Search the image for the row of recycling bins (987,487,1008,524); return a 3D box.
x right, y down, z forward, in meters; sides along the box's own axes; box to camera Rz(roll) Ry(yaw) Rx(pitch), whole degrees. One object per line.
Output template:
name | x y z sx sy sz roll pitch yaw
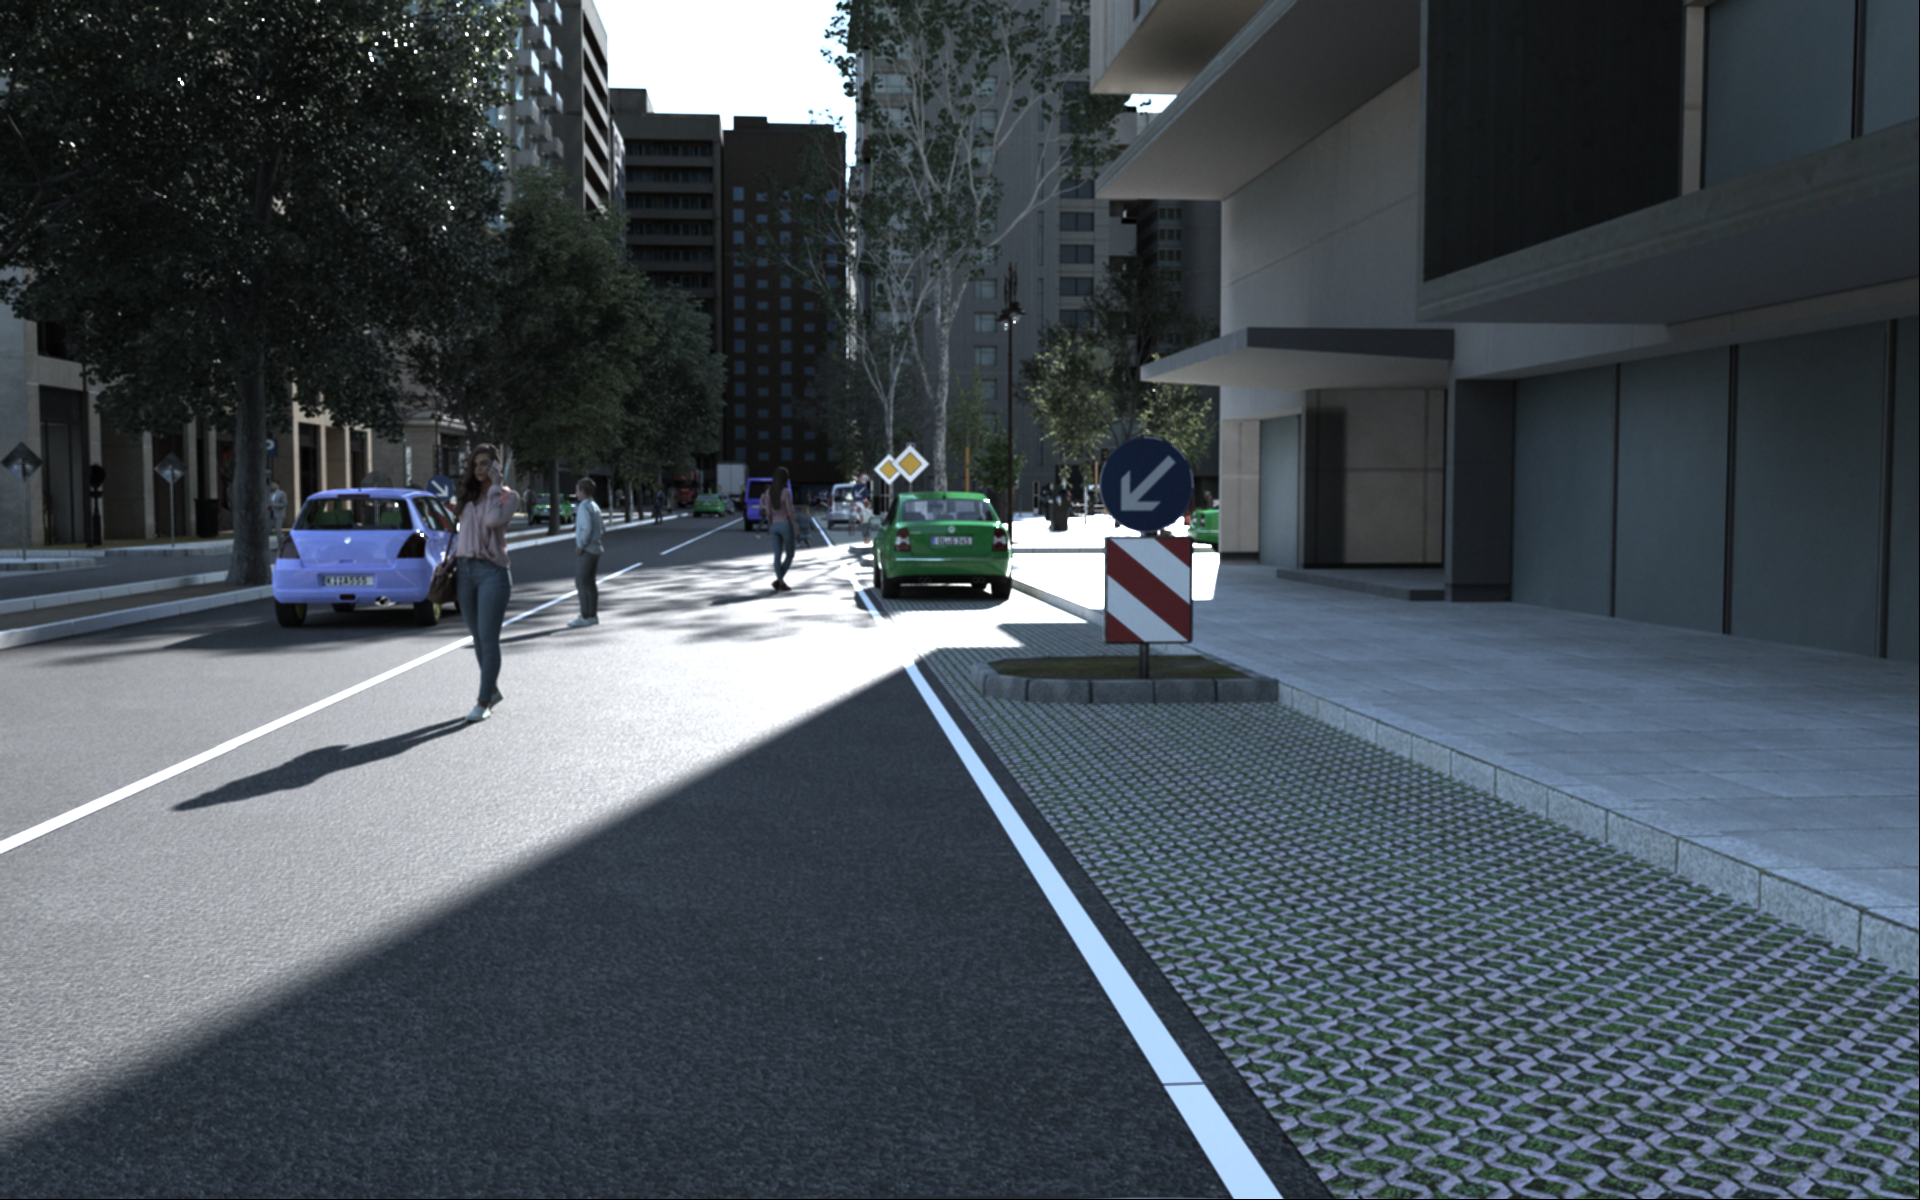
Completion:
row of recycling bins | 1.676 -4.262 76.801 1.069 1.692 3.534 0 4 0

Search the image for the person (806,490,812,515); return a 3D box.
person | -10.472 -6.842 121.083 0.721 1.743 1.217 0 4 2

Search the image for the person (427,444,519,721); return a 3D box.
person | -3.058 -0.125 11.138 0.593 1.750 0.643 1 4 22

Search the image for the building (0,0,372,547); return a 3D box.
building | -33.617 -15.449 57.101 19.350 26.468 34.151 0 4 -5

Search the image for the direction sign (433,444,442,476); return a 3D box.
direction sign | -23.955 -5.350 79.466 0.379 3.537 0.876 0 4 5

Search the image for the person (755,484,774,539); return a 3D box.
person | -6.289 -2.861 55.861 0.643 1.750 0.593 3 5 40

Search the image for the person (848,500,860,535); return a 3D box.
person | -3.642 -2.837 59.906 0.505 1.210 0.382 1 4 17

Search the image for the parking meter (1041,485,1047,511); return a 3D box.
parking meter | 5.331 -6.366 109.794 0.399 1.863 0.255 0 4 -4

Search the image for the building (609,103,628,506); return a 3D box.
building | -42.532 -30.518 182.561 14.086 41.232 14.154 0 4 -5

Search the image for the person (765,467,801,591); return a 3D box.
person | -2.610 -1.046 25.610 0.555 1.821 0.388 1 4 21

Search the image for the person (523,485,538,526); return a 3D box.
person | -19.351 -4.248 78.056 0.679 1.850 0.850 0 4 -3

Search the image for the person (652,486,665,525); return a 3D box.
person | -14.103 -4.434 81.174 0.721 1.800 0.419 3 5 43

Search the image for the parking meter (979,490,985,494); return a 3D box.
parking meter | 1.458 -6.543 115.384 0.372 1.533 0.369 0 3 0

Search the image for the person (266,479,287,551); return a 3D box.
person | -17.198 -2.126 43.454 0.606 1.804 0.583 2 4 24

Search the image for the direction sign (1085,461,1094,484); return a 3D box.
direction sign | 8.787 -7.682 117.597 0.379 3.537 0.876 -3 4 -38

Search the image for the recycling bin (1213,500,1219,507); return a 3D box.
recycling bin | 11.445 -4.018 78.242 0.722 1.027 0.722 -1 4 -11

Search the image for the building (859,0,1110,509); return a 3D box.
building | 1.446 -43.799 154.362 20.563 71.187 20.611 0 4 -5

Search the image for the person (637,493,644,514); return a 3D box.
person | -23.418 -7.257 126.776 0.705 1.869 1.348 -2 4 -24

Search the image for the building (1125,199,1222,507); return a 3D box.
building | 29.798 -29.840 179.766 23.993 40.220 32.217 0 4 -5

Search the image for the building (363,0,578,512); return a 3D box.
building | -41.924 -31.168 129.198 23.786 49.044 30.456 0 4 -5

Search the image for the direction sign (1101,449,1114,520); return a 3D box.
direction sign | 7.499 -5.797 86.781 0.876 3.537 0.379 1 4 12

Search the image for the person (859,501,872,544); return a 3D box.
person | -2.499 -1.993 45.776 0.332 1.250 0.352 1 4 14

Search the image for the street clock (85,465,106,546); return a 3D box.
street clock | -21.528 -2.361 43.166 0.471 2.002 0.358 -2 4 -24

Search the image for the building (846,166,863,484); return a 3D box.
building | -6.512 -32.162 209.446 14.086 41.232 14.154 0 4 -5

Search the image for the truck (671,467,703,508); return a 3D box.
truck | -28.915 -11.939 184.119 2.839 4.237 11.283 0 4 -4

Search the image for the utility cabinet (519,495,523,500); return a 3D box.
utility cabinet | -28.702 -6.439 113.950 0.318 1.500 1.173 0 4 -2

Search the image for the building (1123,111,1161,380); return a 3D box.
building | 29.353 -36.559 217.343 30.456 49.044 23.786 0 4 -5

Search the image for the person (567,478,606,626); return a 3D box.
person | -4.094 -0.533 19.023 0.330 1.601 0.589 1 4 16

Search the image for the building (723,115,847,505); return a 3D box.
building | -20.938 -34.163 208.676 14.200 45.320 14.600 0 4 -5

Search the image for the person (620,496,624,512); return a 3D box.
person | -26.362 -7.596 135.887 0.628 1.438 0.799 0 4 1

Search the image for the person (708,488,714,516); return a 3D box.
person | -16.082 -6.317 111.556 0.659 1.850 0.755 1 4 10

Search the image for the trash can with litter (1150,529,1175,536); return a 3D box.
trash can with litter | 5.647 -2.317 49.264 1.055 1.170 0.624 3 5 39

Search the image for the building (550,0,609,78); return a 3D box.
building | -43.210 -32.507 155.196 21.300 48.544 21.600 0 4 -5

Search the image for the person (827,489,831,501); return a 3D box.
person | -10.556 -8.044 140.028 0.705 1.823 1.348 -1 4 -21

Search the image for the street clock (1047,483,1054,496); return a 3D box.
street clock | 5.983 -6.746 114.863 0.358 2.002 0.471 3 4 36

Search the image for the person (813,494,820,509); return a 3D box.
person | -12.463 -8.496 150.640 0.697 1.427 0.421 2 4 35

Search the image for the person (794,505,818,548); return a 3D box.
person | -4.298 -1.989 46.511 1.012 1.151 0.738 -1 4 -10

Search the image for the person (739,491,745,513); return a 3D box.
person | -16.706 -7.533 133.135 0.593 1.643 0.415 -1 4 -13

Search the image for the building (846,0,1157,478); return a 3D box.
building | 3.041 -36.111 179.657 28.713 52.752 27.495 0 4 -5

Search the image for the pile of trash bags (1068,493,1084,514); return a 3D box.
pile of trash bags | 7.544 -6.452 115.235 1.912 1.369 3.447 -1 4 -13

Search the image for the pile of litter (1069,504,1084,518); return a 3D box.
pile of litter | 6.135 -4.878 93.724 1.176 0.858 1.719 0 4 -1

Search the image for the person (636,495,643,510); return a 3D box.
person | -28.613 -8.924 154.280 0.709 1.838 0.599 1 4 16

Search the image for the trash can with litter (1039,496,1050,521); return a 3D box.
trash can with litter | 4.446 -4.315 81.932 0.624 1.170 1.055 -3 5 -41

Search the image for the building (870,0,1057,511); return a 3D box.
building | -0.131 -27.762 137.505 14.154 41.232 14.086 0 4 -5

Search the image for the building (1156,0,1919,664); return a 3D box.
building | 16.936 -26.297 19.202 28.713 52.752 27.495 0 4 -5

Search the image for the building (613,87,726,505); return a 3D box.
building | -39.088 -35.884 210.399 21.600 48.544 21.300 0 4 -5

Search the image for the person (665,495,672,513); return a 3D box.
person | -22.179 -7.502 131.873 0.721 1.735 1.217 2 4 26

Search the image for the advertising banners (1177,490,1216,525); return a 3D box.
advertising banners | 9.467 -4.589 71.220 2.074 3.025 0.090 0 3 0

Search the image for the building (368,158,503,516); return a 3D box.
building | -32.898 -14.914 94.752 10.553 20.767 40.483 0 4 -5
